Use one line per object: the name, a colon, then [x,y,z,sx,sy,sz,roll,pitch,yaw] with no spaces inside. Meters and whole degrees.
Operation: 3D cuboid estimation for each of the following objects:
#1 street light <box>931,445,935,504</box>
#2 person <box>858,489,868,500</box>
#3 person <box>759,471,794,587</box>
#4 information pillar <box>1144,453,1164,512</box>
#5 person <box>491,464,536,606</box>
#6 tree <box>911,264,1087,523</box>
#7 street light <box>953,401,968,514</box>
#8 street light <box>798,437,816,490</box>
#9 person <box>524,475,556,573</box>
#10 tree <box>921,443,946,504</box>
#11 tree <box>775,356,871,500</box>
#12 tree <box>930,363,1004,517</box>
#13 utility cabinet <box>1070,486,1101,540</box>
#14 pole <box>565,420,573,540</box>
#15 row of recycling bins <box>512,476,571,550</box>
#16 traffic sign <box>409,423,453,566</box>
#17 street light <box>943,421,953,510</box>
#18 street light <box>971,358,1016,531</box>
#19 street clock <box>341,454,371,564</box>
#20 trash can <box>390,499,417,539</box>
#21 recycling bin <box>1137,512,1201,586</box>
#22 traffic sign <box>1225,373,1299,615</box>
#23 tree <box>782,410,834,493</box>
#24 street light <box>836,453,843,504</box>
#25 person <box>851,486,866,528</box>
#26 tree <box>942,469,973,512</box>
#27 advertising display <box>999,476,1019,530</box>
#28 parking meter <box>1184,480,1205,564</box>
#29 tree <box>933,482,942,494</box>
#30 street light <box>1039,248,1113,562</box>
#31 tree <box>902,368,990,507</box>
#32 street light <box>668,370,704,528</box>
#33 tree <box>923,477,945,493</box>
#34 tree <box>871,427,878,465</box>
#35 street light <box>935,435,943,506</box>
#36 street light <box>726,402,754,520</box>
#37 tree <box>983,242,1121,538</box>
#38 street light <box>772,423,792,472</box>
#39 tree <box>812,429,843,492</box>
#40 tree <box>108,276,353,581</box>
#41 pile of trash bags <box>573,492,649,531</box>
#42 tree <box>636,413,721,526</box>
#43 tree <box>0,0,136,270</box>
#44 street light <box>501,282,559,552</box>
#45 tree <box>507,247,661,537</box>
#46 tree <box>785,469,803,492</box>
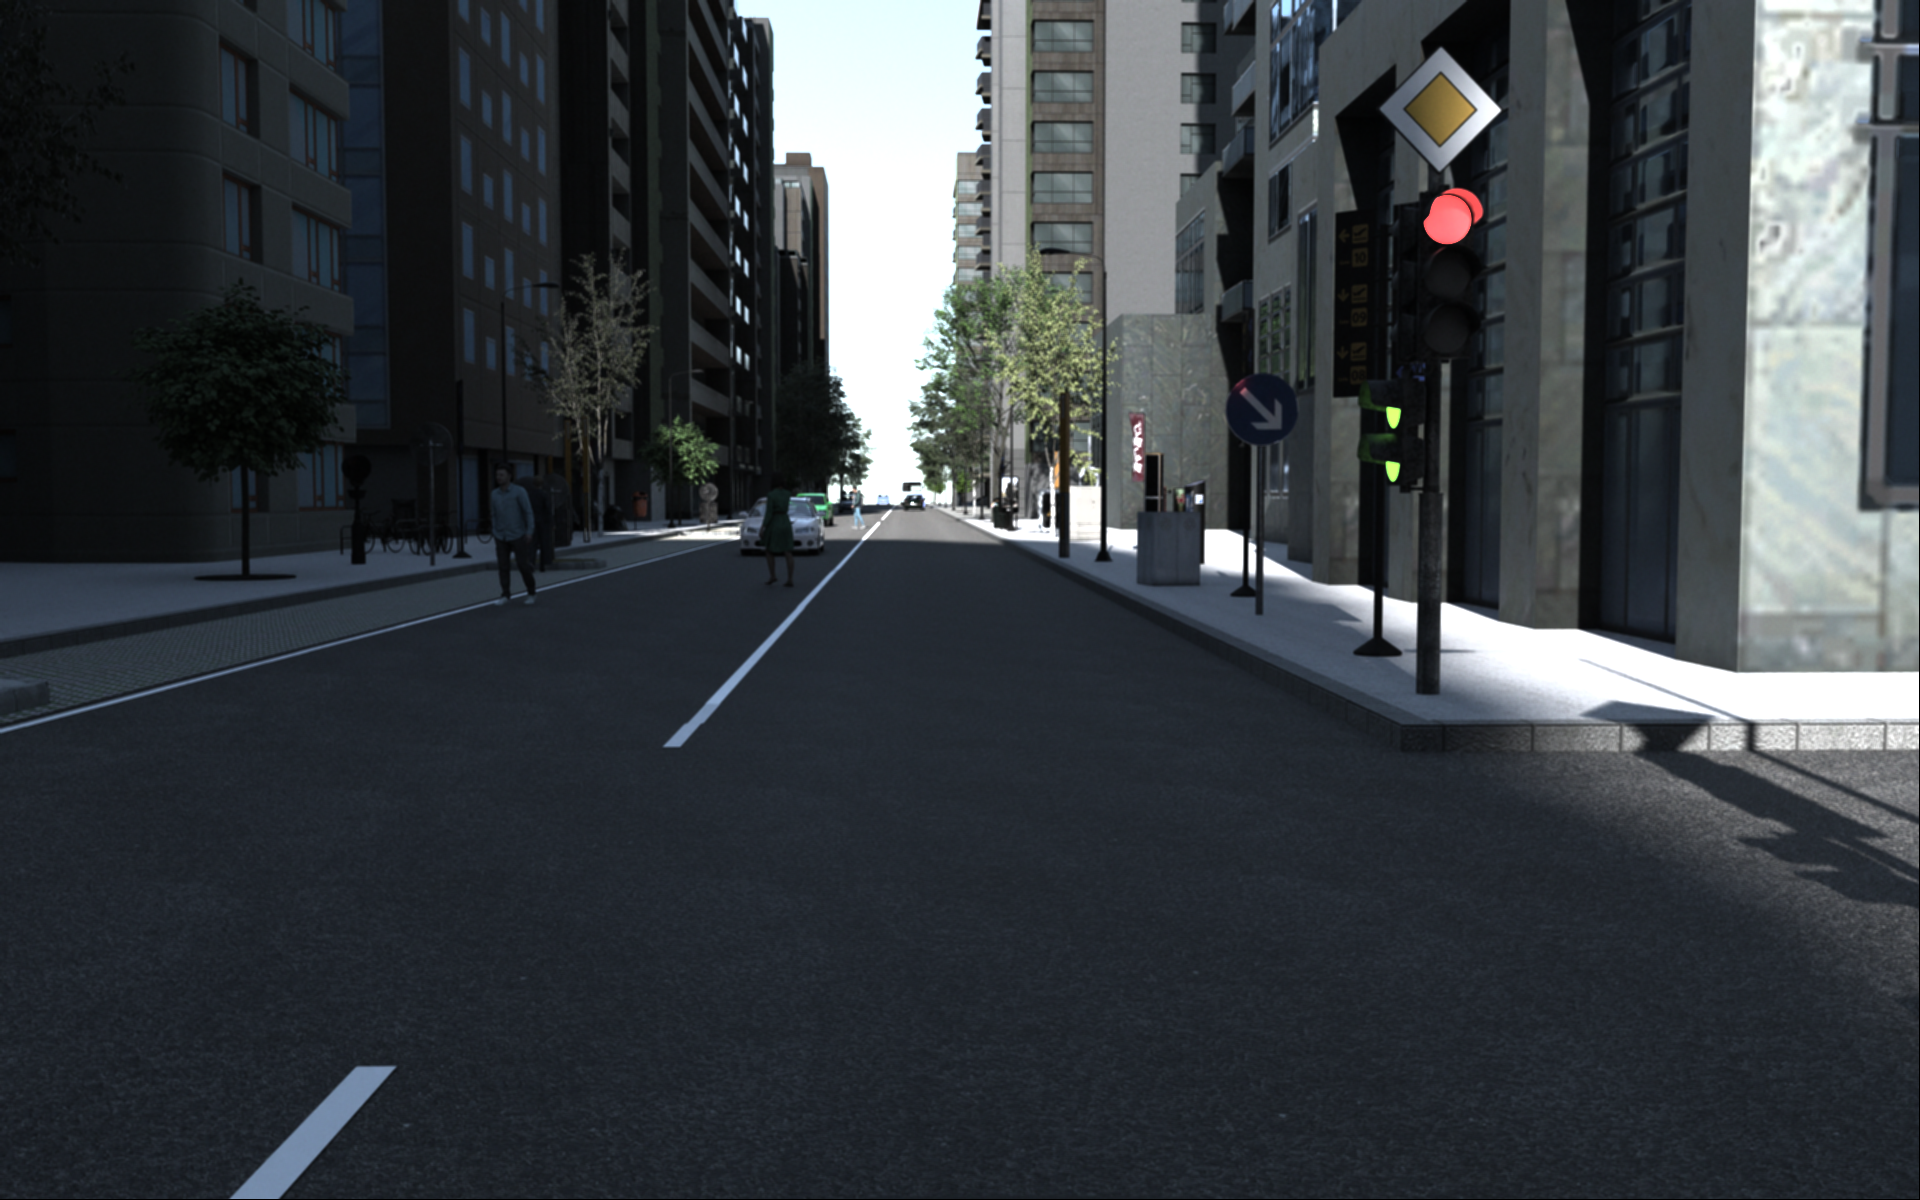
street light: [-1.867,-11.628,162.654,1.470,5.913,1.316,0,4,-2]
person: [-8.228,-8.160,141.914,1.348,1.824,0.705,-1,4,-14]
person: [-2.812,-1.109,26.880,0.529,1.795,0.600,3,4,38]
information pillar: [3.494,-1.636,31.248,0.304,2.012,0.304,1,4,19]
person: [-5.759,-0.849,22.407,0.660,1.820,0.620,1,4,15]
tree: [1.760,-9.267,77.266,9.928,11.665,9.643,0,3,0]
street light: [0.547,-6.933,85.893,1.470,5.913,1.316,0,4,-2]
street light: [-12.530,-10.234,139.863,1.470,5.913,1.316,0,4,-2]
person: [-7.647,-1.381,31.496,0.576,1.772,0.534,-1,4,-12]
tree: [-3.342,-16.970,227.822,4.737,8.622,4.395,0,3,0]
tree: [-14.619,-15.540,160.740,9.857,13.997,8.962,0,3,0]
tree: [0.587,-8.918,96.171,4.360,8.622,3.978,0,3,0]
utility cabinet: [3.499,-2.383,47.637,1.173,1.500,0.318,-3,5,-43]
pole: [-10.806,-3.300,47.800,0.158,3.312,0.155,0,3,0]
row of recycling bins: [-10.021,-2.112,41.637,1.069,1.692,3.534,0,4,-2]
traffic sign: [-9.460,-1.889,30.989,0.768,2.556,0.104,0,4,-2]
street light: [-0.183,-8.375,109.471,1.470,5.913,1.316,0,4,-2]
street light: [1.232,-5.314,59.421,1.470,5.913,1.316,0,4,-2]
street clock: [-11.017,-1.657,31.664,0.358,2.002,0.471,3,5,43]
trash can: [-15.772,-2.292,49.126,0.748,1.137,0.748,0,3,0]
recycling bin: [2.954,-0.734,24.550,0.722,1.027,0.722,-1,4,-13]
traffic sign: [3.182,-1.115,18.339,0.768,2.556,0.104,0,4,4]
tree: [-13.359,-12.333,152.011,4.360,8.622,3.978,0,3,0]
street light: [-14.413,-13.733,197.073,1.470,5.913,1.316,0,4,-2]
person: [-4.307,-3.880,72.284,0.721,1.781,0.623,-2,4,-29]
tree: [0.106,-7.927,124.204,1.663,3.219,1.824,0,3,0]
advertising display: [1.763,-3.507,62.549,0.123,1.923,0.974,3,5,42]
parking meter: [4.311,-1.431,31.816,0.372,1.533,0.369,0,3,0]
tree: [-2.489,-12.777,203.503,1.663,3.219,1.824,0,3,0]
street light: [2.196,-3.688,32.841,1.470,5.913,1.316,0,4,-2]
tree: [-0.660,-16.208,171.648,9.857,13.997,8.962,0,3,0]
street light: [-10.282,-5.646,64.857,1.470,5.913,1.316,0,4,-2]
tree: [-3.595,-15.549,237.936,4.285,4.588,4.351,0,3,0]
tree: [-16.674,-20.719,245.406,9.857,13.997,8.962,0,3,0]
street light: [-1.036,-9.974,135.617,1.470,5.913,1.316,0,4,-2]
street light: [-11.057,-7.004,87.058,1.470,5.913,1.316,0,4,-2]
tree: [2.715,-6.114,50.327,4.737,8.622,4.395,0,3,0]
street light: [-11.716,-8.627,113.587,1.470,5.913,1.316,0,4,-2]
tree: [-14.802,-14.417,186.073,4.737,8.622,4.395,0,3,0]
tree: [-10.934,-2.596,26.165,4.285,4.588,4.351,0,3,0]
pile of trash bags: [-12.396,-3.124,60.826,1.912,1.369,3.447,3,5,42]
tree: [-11.493,-5.316,70.624,4.285,4.588,4.351,0,3,0]
tree: [-10.161,-4.088,17.199,4.360,8.622,3.978,0,3,0]
street light: [-9.479,-4.010,38.099,1.470,5.913,1.316,0,4,-2]
tree: [-10.902,-6.180,51.406,4.360,8.622,3.978,0,3,0]
tree: [-13.266,-8.545,134.315,1.663,3.219,1.824,0,3,0]
